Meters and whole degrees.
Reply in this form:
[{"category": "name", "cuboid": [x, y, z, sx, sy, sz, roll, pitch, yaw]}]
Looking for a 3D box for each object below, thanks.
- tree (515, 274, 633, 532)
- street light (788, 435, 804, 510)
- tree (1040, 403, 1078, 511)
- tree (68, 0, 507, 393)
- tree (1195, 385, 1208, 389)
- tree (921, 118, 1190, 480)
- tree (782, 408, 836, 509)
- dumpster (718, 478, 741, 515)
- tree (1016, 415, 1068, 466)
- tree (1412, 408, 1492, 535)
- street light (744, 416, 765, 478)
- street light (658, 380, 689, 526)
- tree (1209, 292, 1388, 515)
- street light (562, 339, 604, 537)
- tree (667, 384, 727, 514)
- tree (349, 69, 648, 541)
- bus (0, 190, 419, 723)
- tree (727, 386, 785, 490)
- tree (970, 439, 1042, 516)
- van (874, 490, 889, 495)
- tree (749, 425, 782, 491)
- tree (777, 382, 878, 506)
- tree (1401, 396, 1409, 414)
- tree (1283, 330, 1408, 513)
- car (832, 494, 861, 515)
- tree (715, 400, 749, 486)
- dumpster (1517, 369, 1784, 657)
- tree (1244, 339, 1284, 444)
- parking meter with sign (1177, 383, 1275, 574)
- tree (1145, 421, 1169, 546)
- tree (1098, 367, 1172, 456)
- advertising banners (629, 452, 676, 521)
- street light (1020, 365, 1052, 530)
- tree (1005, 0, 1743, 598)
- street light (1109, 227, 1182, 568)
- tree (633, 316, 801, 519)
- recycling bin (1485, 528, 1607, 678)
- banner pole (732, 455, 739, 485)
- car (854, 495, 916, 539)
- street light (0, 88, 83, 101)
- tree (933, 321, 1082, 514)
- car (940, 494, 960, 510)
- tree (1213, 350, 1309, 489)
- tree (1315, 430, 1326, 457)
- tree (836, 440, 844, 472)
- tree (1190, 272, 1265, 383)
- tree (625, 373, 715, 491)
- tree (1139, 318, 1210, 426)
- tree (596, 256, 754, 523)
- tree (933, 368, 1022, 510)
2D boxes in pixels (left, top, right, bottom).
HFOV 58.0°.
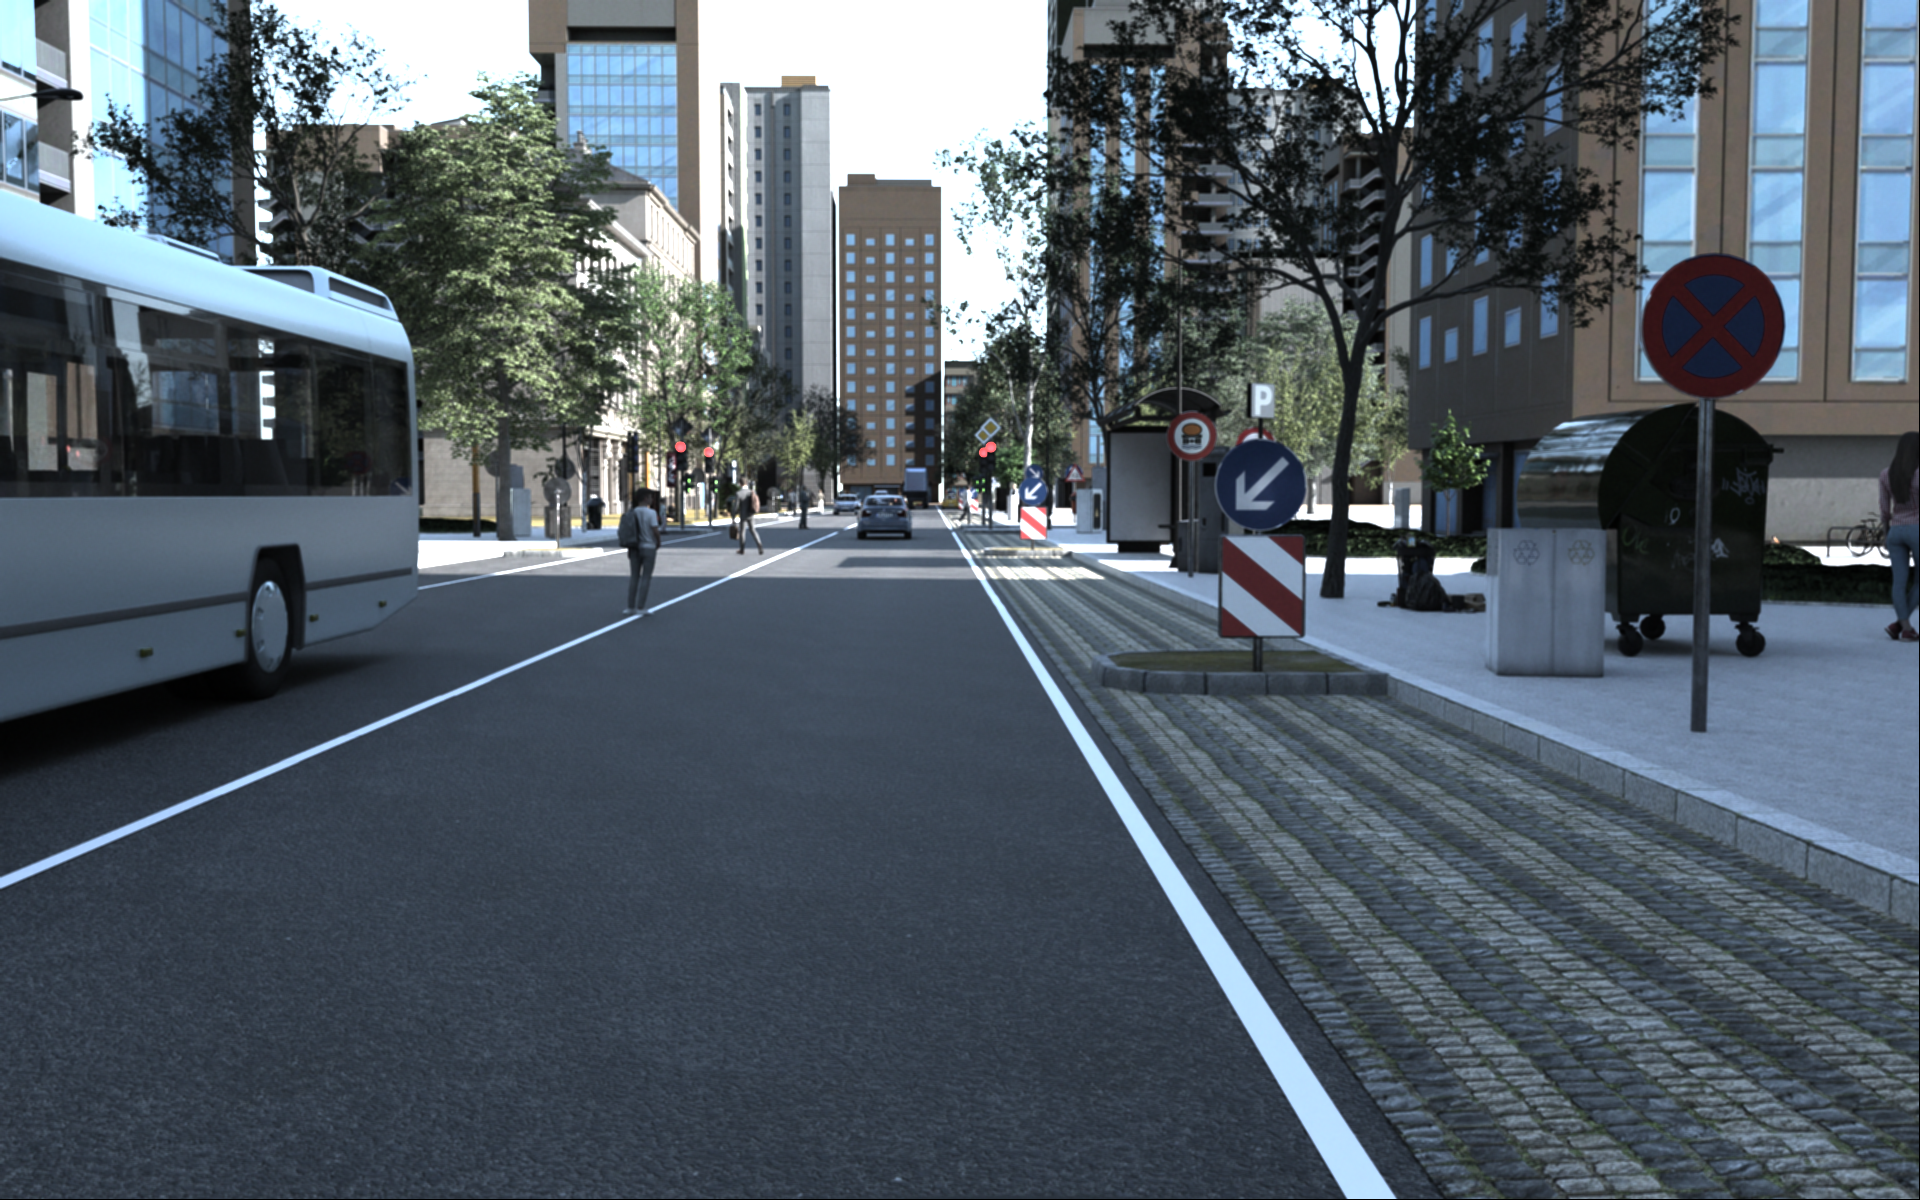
[{"category": "tree", "cuboid": [-12.718, -6.577, 57.890, 4.360, 8.622, 3.978, 0, 3, 0]}, {"category": "street light", "cuboid": [-12.904, -9.984, 135.779, 1.470, 5.913, 1.316, 0, 4, -1]}, {"category": "tree", "cuboid": [6.952, -11.159, 132.819, 4.737, 8.622, 4.395, 0, 3, 0]}, {"category": "tree", "cuboid": [-11.959, -5.973, 32.075, 7.601, 10.594, 8.767, 0, 4, -4]}, {"category": "tree", "cuboid": [16.774, -10.183, 116.859, 4.360, 8.622, 3.978, 0, 3, 0]}, {"category": "tree", "cuboid": [4.195, -14.049, 85.598, 12.611, 20.169, 13.585, 0, 3, 0]}, {"category": "tree", "cuboid": [-13.765, -11.886, 144.696, 4.737, 8.622, 4.395, 0, 3, 0]}, {"category": "dumpster", "cuboid": [-14.183, -6.361, 106.495, 1.502, 2.255, 1.985, 0, 4, -1]}, {"category": "tree", "cuboid": [5.531, -10.443, 121.105, 4.360, 8.622, 3.978, 0, 3, 0]}, {"category": "tree", "cuboid": [10.824, -2.699, 38.730, 1.663, 3.219, 1.824, 0, 3, 0]}, {"category": "street light", "cuboid": [-12.264, -7.983, 103.069, 1.470, 5.913, 1.316, 0, 4, -1]}, {"category": "street light", "cuboid": [-11.720, -6.001, 70.665, 1.470, 5.913, 1.316, 0, 4, -1]}, {"category": "tree", "cuboid": [21.982, -12.333, 108.291, 9.857, 13.997, 8.962, 0, 3, 0]}, {"category": "street light", "cuboid": [-11.372, -4.868, 52.130, 1.470, 5.913, 1.316, 0, 4, -1]}, {"category": "tree", "cuboid": [-17.302, -9.757, 109.888, 4.360, 8.622, 3.978, 0, 3, 0]}, {"category": "tree", "cuboid": [-12.270, -7.850, 46.470, 7.486, 12.596, 7.792, 0, 3, 0]}, {"category": "bus", "cuboid": [-5.960, -0.857, 8.875, 2.948, 3.499, 13.247, 0, 4, -1]}, {"category": "tree", "cuboid": [-13.886, -10.080, 115.166, 4.360, 8.622, 3.978, 0, 3, 0]}, {"category": "tree", "cuboid": [3.273, -7.249, 102.236, 4.285, 4.588, 4.351, 0, 3, 0]}, {"category": "van", "cuboid": [-8.157, -10.556, 179.595, 2.013, 2.044, 4.112, 0, 4, -1]}, {"category": "tree", "cuboid": [-17.220, -11.344, 135.833, 4.737, 8.622, 4.395, 0, 3, 0]}, {"category": "tree", "cuboid": [-15.100, -17.090, 189.788, 12.009, 13.543, 11.850, 0, 3, 0]}, {"category": "tree", "cuboid": [23.788, -8.148, 83.575, 4.360, 8.622, 3.978, 0, 3, 0]}, {"category": "tree", "cuboid": [17.224, -7.752, 77.103, 4.737, 8.622, 4.395, 0, 3, 0]}, {"category": "car", "cuboid": [-7.877, -6.653, 120.781, 2.014, 1.417, 4.499, 0, 4, -1]}, {"category": "tree", "cuboid": [-18.613, -10.926, 128.995, 4.737, 8.622, 4.395, 0, 3, 0]}, {"category": "dumpster", "cuboid": [5.686, -0.728, 14.392, 1.502, 2.255, 1.985, 0, 4, -1]}, {"category": "tree", "cuboid": [15.668, -8.079, 82.451, 4.737, 8.622, 4.395, 0, 3, 0]}, {"category": "parking meter with sign", "cuboid": [4.232, -1.939, 27.968, 0.543, 3.016, 1.738, -3, 4, -37]}, {"category": "tree", "cuboid": [4.748, -3.001, 43.670, 1.663, 3.219, 1.824, 0, 3, 0]}, {"category": "tree", "cuboid": [11.158, -9.242, 101.462, 4.737, 8.622, 4.395, 0, 3, 0]}, {"category": "advertising banners", "cuboid": [-12.638, -4.610, 71.568, 2.074, 3.025, 0.090, 0, 4, 5]}, {"category": "street light", "cuboid": [2.600, -5.475, 62.064, 1.470, 5.913, 1.316, 0, 4, -1]}, {"category": "tree", "cuboid": [4.692, -5.284, 20.813, 8.767, 10.594, 7.601, -1, 4, -17]}, {"category": "street light", "cuboid": [3.229, -3.504, 29.831, 1.470, 5.913, 1.316, 0, 4, -1]}, {"category": "tree", "cuboid": [-12.761, -9.533, 90.276, 8.767, 10.594, 7.601, -1, 4, -18]}, {"category": "recycling bin", "cuboid": [4.204, 0.005, 12.472, 0.722, 1.027, 0.722, 1, 4, 9]}, {"category": "banner pole", "cuboid": [-14.222, -7.332, 109.892, 0.401, 3.779, 0.863, 2, 4, 27]}, {"category": "car", "cuboid": [-2.440, -2.705, 56.228, 2.014, 1.417, 4.499, 0, 4, -2]}, {"category": "street light", "cuboid": [-10.740, -2.901, 19.971, 1.470, 5.913, 1.316, 0, 4, -1]}, {"category": "tree", "cuboid": [3.247, -12.017, 113.489, 9.611, 12.733, 9.660, 0, 3, 0]}, {"category": "car", "cuboid": [-0.821, -9.226, 161.062, 2.015, 1.641, 3.980, 0, 4, -1]}, {"category": "tree", "cuboid": [15.166, -8.420, 88.023, 4.360, 8.622, 3.978, 0, 3, 0]}, {"category": "tree", "cuboid": [17.271, -8.926, 96.299, 4.360, 8.622, 3.978, 0, 3, 0]}, {"category": "tree", "cuboid": [-14.158, -13.867, 177.091, 4.737, 8.622, 4.395, 0, 3, 0]}, {"category": "tree", "cuboid": [18.547, -17.323, 139.114, 12.611, 20.169, 13.585, 0, 3, 0]}, {"category": "tree", "cuboid": [-17.310, -9.112, 99.340, 4.737, 8.622, 4.395, 0, 3, 0]}, {"category": "tree", "cuboid": [17.250, -13.459, 126.713, 9.857, 13.997, 8.962, 0, 3, 0]}, {"category": "tree", "cuboid": [-12.734, -9.251, 77.010, 9.928, 11.665, 9.643, 0, 3, 0]}, {"category": "tree", "cuboid": [3.034, -14.146, 141.652, 12.009, 13.543, 11.850, 0, 3, 0]}]
